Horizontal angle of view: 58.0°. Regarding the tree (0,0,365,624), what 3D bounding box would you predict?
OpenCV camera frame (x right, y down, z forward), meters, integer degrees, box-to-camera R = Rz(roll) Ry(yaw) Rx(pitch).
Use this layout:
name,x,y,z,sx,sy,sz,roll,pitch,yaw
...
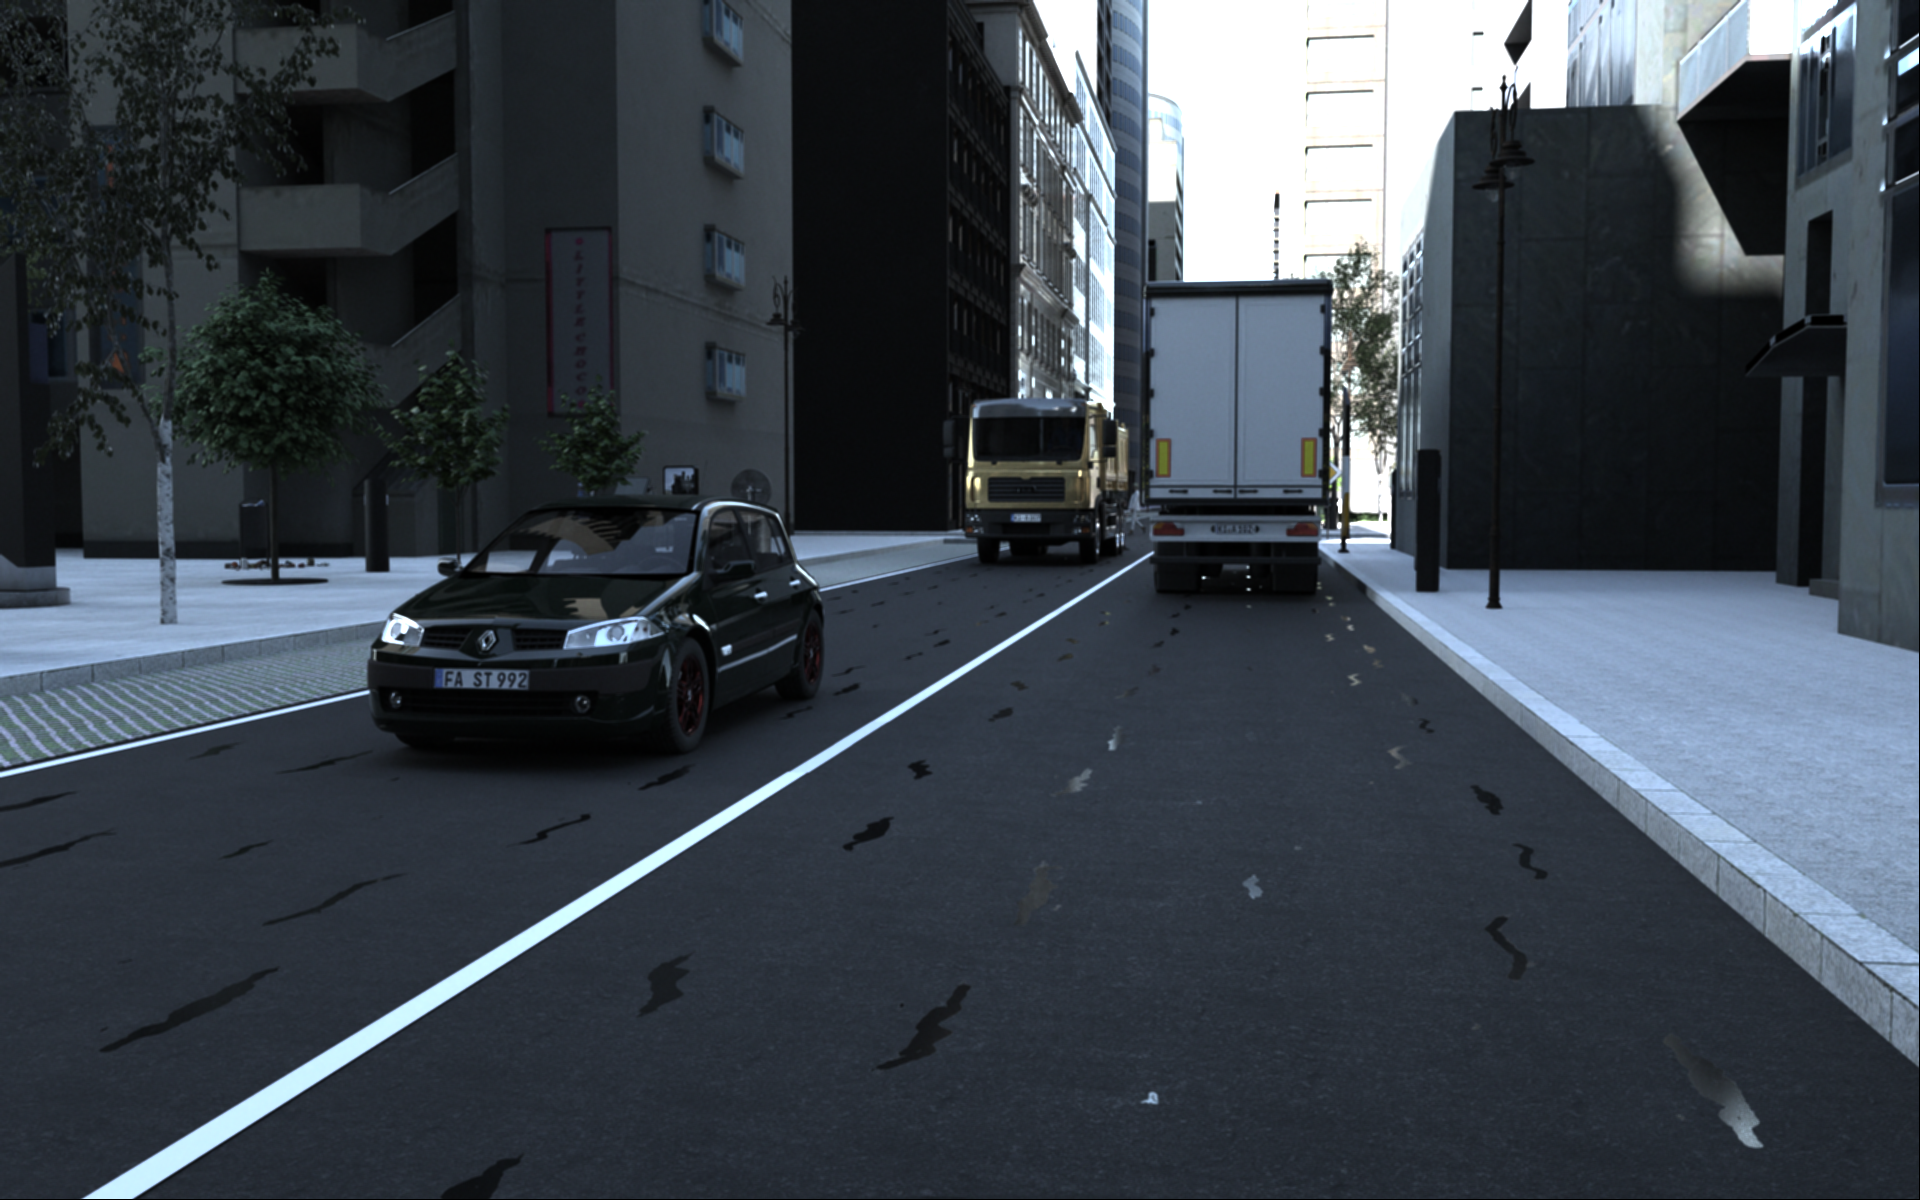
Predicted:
name,x,y,z,sx,sy,sz,roll,pitch,yaw
tree,-8.069,-4.066,16.849,4.360,8.622,3.978,0,3,0

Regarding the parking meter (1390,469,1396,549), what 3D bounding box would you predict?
name,x,y,z,sx,sy,sz,roll,pitch,yaw
parking meter,10.192,-2.116,40.314,0.255,1.863,0.399,0,4,0

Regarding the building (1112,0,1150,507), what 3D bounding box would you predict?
name,x,y,z,sx,sy,sz,roll,pitch,yaw
building,6.971,-38.302,168.242,21.231,58.520,28.212,1,4,9

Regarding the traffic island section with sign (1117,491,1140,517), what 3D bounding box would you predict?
name,x,y,z,sx,sy,sz,roll,pitch,yaw
traffic island section with sign,10.187,-6.073,107.929,1.989,1.847,2.006,1,4,9

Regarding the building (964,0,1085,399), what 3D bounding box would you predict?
name,x,y,z,sx,sy,sz,roll,pitch,yaw
building,-1.105,-17.730,87.148,12.463,27.353,25.104,1,4,9

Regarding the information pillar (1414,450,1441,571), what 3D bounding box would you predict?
name,x,y,z,sx,sy,sz,roll,pitch,yaw
information pillar,7.827,-1.500,29.013,0.304,2.012,0.304,3,5,41

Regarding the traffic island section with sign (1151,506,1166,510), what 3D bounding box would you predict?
name,x,y,z,sx,sy,sz,roll,pitch,yaw
traffic island section with sign,18.321,-9.072,156.958,1.989,1.847,2.006,1,4,9

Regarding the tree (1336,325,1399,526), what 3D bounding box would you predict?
name,x,y,z,sx,sy,sz,roll,pitch,yaw
tree,17.025,-7.296,69.656,4.360,8.622,3.978,0,3,0

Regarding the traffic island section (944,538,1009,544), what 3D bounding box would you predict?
name,x,y,z,sx,sy,sz,roll,pitch,yaw
traffic island section,0.735,-1.754,50.956,2.009,0.180,2.903,1,4,9

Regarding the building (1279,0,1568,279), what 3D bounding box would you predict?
name,x,y,z,sx,sy,sz,roll,pitch,yaw
building,31.945,-35.029,114.719,21.231,58.520,28.212,1,4,9

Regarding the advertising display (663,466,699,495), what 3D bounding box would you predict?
name,x,y,z,sx,sy,sz,roll,pitch,yaw
advertising display,-6.374,-2.102,39.576,0.974,1.923,0.123,2,4,33

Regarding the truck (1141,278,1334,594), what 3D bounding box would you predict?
name,x,y,z,sx,sy,sz,roll,pitch,yaw
truck,4.528,-2.404,28.226,2.839,4.237,11.283,1,4,9

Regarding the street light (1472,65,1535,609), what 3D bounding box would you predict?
name,x,y,z,sx,sy,sz,roll,pitch,yaw
street light,5.999,-2.843,19.279,0.468,5.910,1.993,1,4,9

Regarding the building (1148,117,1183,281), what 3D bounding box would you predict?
name,x,y,z,sx,sy,sz,roll,pitch,yaw
building,18.000,-36.950,227.834,21.300,48.544,21.600,1,4,9

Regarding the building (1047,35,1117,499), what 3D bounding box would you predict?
name,x,y,z,sx,sy,sz,roll,pitch,yaw
building,3.581,-20.586,114.076,11.434,29.767,29.804,1,4,9

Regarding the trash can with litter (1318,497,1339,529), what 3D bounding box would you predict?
name,x,y,z,sx,sy,sz,roll,pitch,yaw
trash can with litter,13.473,-3.179,63.370,0.624,1.170,1.055,0,4,-7

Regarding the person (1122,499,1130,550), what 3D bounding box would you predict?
name,x,y,z,sx,sy,sz,roll,pitch,yaw
person,4.157,-1.918,44.134,0.394,1.301,0.425,-1,4,-17

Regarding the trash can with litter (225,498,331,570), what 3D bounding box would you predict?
name,x,y,z,sx,sy,sz,roll,pitch,yaw
trash can with litter,-11.900,-1.173,30.231,1.678,1.210,2.233,3,4,38

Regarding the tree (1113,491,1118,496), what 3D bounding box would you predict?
name,x,y,z,sx,sy,sz,roll,pitch,yaw
tree,11.621,-8.305,130.395,1.663,3.219,1.824,0,3,0

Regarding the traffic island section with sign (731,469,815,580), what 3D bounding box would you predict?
name,x,y,z,sx,sy,sz,roll,pitch,yaw
traffic island section with sign,-3.311,-1.099,26.589,1.989,1.847,2.006,1,4,9

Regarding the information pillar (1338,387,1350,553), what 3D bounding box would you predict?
name,x,y,z,sx,sy,sz,roll,pitch,yaw
information pillar,8.402,-2.838,37.761,0.183,3.616,0.504,0,4,3

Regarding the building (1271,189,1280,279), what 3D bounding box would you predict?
name,x,y,z,sx,sy,sz,roll,pitch,yaw
building,54.551,-35.894,241.483,22.147,44.769,28.867,1,4,9

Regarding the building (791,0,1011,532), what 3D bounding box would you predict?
name,x,y,z,sx,sy,sz,roll,pitch,yaw
building,-5.203,-14.528,67.217,12.332,23.373,15.834,1,4,9

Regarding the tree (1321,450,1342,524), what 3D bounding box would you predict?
name,x,y,z,sx,sy,sz,roll,pitch,yaw
tree,15.845,-4.870,74.232,1.663,3.219,1.824,0,3,0

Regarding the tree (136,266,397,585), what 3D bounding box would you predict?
name,x,y,z,sx,sy,sz,roll,pitch,yaw
tree,-9.833,-2.521,24.925,4.285,4.588,4.351,0,3,0

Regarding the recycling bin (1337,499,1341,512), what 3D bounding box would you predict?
name,x,y,z,sx,sy,sz,roll,pitch,yaw
recycling bin,17.755,-4.188,81.034,0.722,1.027,0.722,0,4,8

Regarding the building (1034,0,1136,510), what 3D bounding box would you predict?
name,x,y,z,sx,sy,sz,roll,pitch,yaw
building,4.222,-43.141,143.612,20.563,71.187,20.611,1,4,9

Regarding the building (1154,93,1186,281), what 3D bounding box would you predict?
name,x,y,z,sx,sy,sz,roll,pitch,yaw
building,21.536,-43.434,252.143,21.231,58.520,28.212,1,4,9

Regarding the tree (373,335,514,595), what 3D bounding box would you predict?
name,x,y,z,sx,sy,sz,roll,pitch,yaw
tree,-6.305,-1.629,21.228,1.663,3.219,1.824,0,3,0

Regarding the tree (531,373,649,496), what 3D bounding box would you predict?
name,x,y,z,sx,sy,sz,roll,pitch,yaw
tree,-5.707,-2.024,27.690,1.663,3.219,1.824,0,3,0

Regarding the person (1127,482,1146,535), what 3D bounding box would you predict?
name,x,y,z,sx,sy,sz,roll,pitch,yaw
person,6.238,-3.222,61.065,0.818,1.842,0.514,-1,4,-17

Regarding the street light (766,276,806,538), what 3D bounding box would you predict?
name,x,y,z,sx,sy,sz,roll,pitch,yaw
street light,-3.685,-3.916,36.808,0.468,5.910,1.993,1,4,9

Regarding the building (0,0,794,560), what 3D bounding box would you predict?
name,x,y,z,sx,sy,sz,roll,pitch,yaw
building,-17.238,-25.672,43.442,21.600,48.544,21.300,1,4,9

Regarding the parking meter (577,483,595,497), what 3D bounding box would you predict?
name,x,y,z,sx,sy,sz,roll,pitch,yaw
parking meter,-7.081,-1.501,32.947,0.372,1.533,0.369,0,3,0

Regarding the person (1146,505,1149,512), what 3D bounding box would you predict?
name,x,y,z,sx,sy,sz,roll,pitch,yaw
person,14.650,-7.754,136.066,0.721,1.735,1.217,0,4,5

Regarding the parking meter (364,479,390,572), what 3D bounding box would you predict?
name,x,y,z,sx,sy,sz,roll,pitch,yaw
parking meter,-9.618,-1.232,28.561,0.372,1.533,0.369,0,3,0

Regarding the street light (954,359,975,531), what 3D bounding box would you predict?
name,x,y,z,sx,sy,sz,roll,pitch,yaw
street light,0.160,-5.289,59.258,0.468,5.910,1.993,1,4,9

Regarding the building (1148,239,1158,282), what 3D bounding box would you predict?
name,x,y,z,sx,sy,sz,roll,pitch,yaw
building,14.233,-25.578,189.908,14.160,30.474,14.107,1,4,9

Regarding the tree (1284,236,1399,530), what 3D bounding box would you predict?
name,x,y,z,sx,sy,sz,roll,pitch,yaw
tree,13.748,-7.809,62.084,7.601,10.594,8.767,0,4,-6

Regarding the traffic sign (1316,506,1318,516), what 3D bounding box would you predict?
name,x,y,z,sx,sy,sz,roll,pitch,yaw
traffic sign,11.775,-3.272,57.143,0.795,2.450,0.064,1,4,9

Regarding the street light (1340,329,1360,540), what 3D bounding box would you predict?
name,x,y,z,sx,sy,sz,roll,pitch,yaw
street light,10.954,-4.648,48.781,0.468,5.910,1.993,1,4,9

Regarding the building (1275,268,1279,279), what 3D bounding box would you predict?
name,x,y,z,sx,sy,sz,roll,pitch,yaw
building,47.068,-27.471,220.844,14.160,30.474,14.107,1,4,9

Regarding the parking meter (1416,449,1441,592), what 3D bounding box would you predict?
name,x,y,z,sx,sy,sz,roll,pitch,yaw
parking meter,6.179,-1.047,22.831,0.255,1.863,0.399,1,4,23

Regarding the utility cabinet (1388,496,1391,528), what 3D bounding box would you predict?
name,x,y,z,sx,sy,sz,roll,pitch,yaw
utility cabinet,16.962,-3.391,66.610,1.020,1.237,0.306,-1,4,-22

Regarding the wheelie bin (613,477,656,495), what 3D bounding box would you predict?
name,x,y,z,sx,sy,sz,roll,pitch,yaw
wheelie bin,-6.117,-1.505,32.508,0.980,1.594,0.693,1,4,17

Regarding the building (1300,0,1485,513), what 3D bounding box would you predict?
name,x,y,z,sx,sy,sz,roll,pitch,yaw
building,24.303,-24.674,87.019,14.154,41.232,14.086,1,4,9

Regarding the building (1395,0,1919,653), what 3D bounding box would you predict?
name,x,y,z,sx,sy,sz,roll,pitch,yaw
building,18.502,-43.272,20.177,22.319,86.520,31.000,1,4,9

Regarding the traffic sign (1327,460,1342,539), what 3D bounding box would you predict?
name,x,y,z,sx,sy,sz,roll,pitch,yaw
traffic sign,10.468,-2.790,49.265,0.795,2.450,0.064,1,4,9

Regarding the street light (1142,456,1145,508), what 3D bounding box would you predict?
name,x,y,z,sx,sy,sz,roll,pitch,yaw
street light,17.531,-11.758,165.033,0.468,5.910,1.993,1,4,9

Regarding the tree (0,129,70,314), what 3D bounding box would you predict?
name,x,y,z,sx,sy,sz,roll,pitch,yaw
tree,-17.238,-4.771,28.373,4.737,8.622,4.395,0,3,0

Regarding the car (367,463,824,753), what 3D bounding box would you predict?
name,x,y,z,sx,sy,sz,roll,pitch,yaw
car,-2.096,-0.069,10.915,2.009,1.686,4.222,1,4,10

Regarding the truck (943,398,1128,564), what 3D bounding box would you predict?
name,x,y,z,sx,sy,sz,roll,pitch,yaw
truck,2.012,-2.568,37.903,3.469,3.379,9.791,1,4,10

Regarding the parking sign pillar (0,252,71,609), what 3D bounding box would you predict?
name,x,y,z,sx,sy,sz,roll,pitch,yaw
parking sign pillar,-11.059,-1.918,19.837,1.447,3.967,1.447,1,4,21
